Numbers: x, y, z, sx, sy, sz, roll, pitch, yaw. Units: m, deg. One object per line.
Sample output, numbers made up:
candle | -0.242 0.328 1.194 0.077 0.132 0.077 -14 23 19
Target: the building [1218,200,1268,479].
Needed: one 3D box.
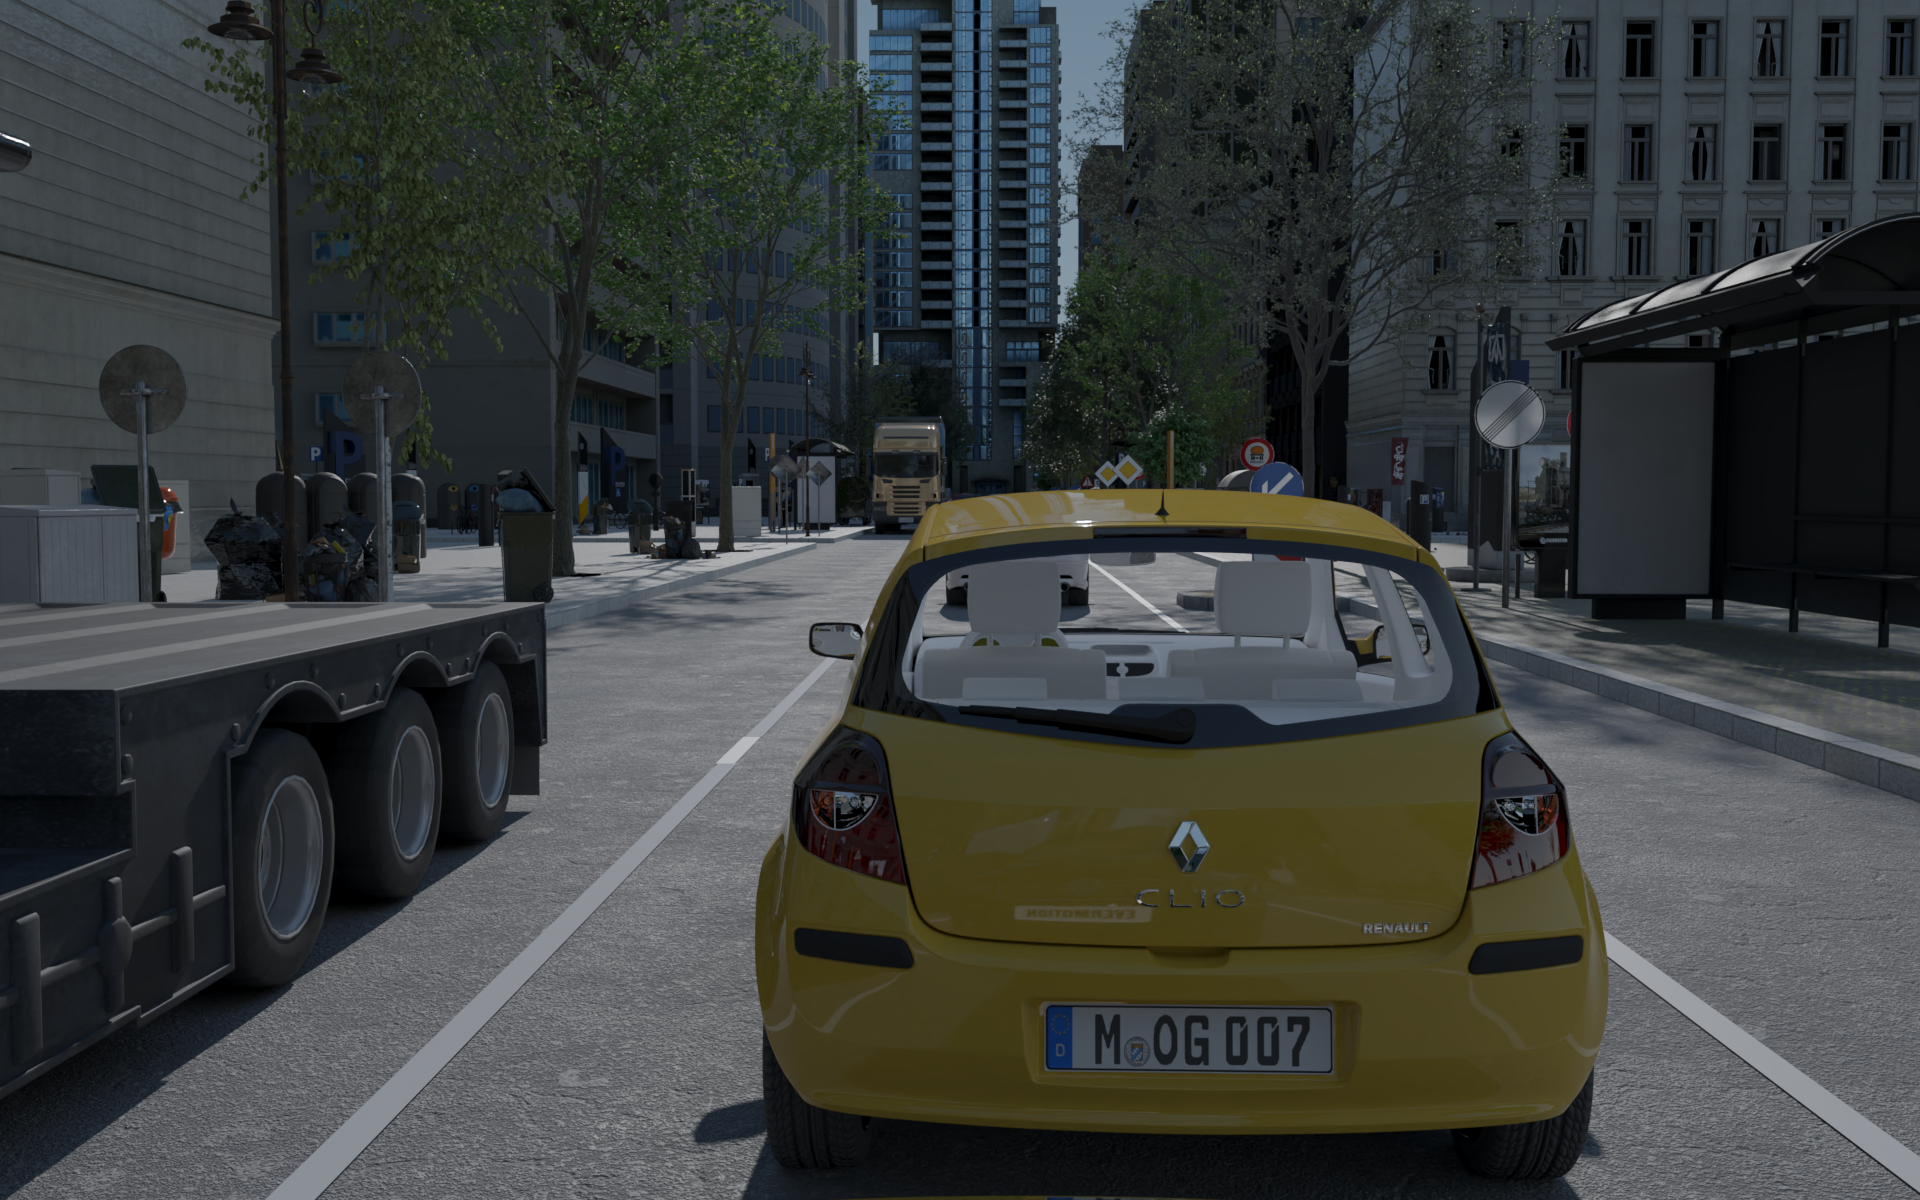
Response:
building | 20.753 -14.283 98.159 10.561 19.102 19.286 0 4 1

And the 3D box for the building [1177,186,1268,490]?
building | 20.223 -16.411 117.479 9.793 20.994 18.267 0 4 1

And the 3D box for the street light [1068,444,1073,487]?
street light | 8.079 -9.400 126.473 0.468 5.910 1.993 0 4 1

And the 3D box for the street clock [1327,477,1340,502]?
street clock | 15.688 -4.176 72.840 0.471 2.002 0.358 2 4 33

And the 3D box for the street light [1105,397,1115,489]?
street light | 7.091 -6.695 82.251 0.468 5.910 1.993 0 4 1

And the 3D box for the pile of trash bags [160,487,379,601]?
pile of trash bags | -8.891 -0.736 21.788 3.447 1.369 1.912 1 4 11

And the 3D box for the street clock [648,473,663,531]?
street clock | -10.623 -3.420 60.490 0.471 2.002 0.358 0 4 -1

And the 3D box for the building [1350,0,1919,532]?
building | 24.008 -13.074 62.917 18.267 20.994 9.793 0 4 1

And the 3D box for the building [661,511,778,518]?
building | -18.829 -34.555 106.979 21.231 58.520 28.212 0 4 1

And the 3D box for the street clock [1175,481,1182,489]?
street clock | 9.485 -4.321 75.211 0.471 2.002 0.358 -1 4 -20

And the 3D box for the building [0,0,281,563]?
building | -35.714 -15.358 27.521 44.131 29.872 17.030 0 4 1

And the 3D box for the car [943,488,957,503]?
car | -1.275 -5.836 104.094 2.281 1.827 5.304 0 4 2

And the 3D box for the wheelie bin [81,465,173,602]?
wheelie bin | -9.038 -0.658 18.671 0.693 1.594 0.980 3 5 44

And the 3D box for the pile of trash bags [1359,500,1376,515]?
pile of trash bags | 27.981 -6.891 122.414 3.447 1.369 1.912 2 4 25

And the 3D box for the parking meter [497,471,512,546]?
parking meter | -11.245 -2.270 42.831 0.255 1.863 0.399 1 4 10

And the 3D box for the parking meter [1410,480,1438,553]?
parking meter | 8.294 -1.393 31.184 0.372 1.533 0.369 0 3 0

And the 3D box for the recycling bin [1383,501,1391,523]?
recycling bin | 14.320 -2.850 59.145 0.722 1.027 0.722 1 4 11

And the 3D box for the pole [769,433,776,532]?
pole | -6.307 -3.936 58.201 0.158 3.312 0.155 0 3 0

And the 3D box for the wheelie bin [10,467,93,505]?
wheelie bin | -11.179 -0.797 20.945 0.693 1.594 0.980 1 4 15

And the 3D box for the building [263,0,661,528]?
building | -25.787 -27.577 74.581 21.300 48.544 21.600 0 4 1

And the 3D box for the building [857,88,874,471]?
building | -16.966 -32.860 187.378 14.200 45.320 14.600 0 4 1

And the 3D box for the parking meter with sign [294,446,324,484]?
parking meter with sign | -23.805 -4.064 62.715 0.543 3.016 1.738 1 4 16

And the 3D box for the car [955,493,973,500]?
car | 0.346 -8.035 140.405 2.155 1.783 4.494 0 4 0

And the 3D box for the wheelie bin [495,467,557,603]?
wheelie bin | -5.155 -0.773 20.539 0.693 1.594 0.980 -1 4 -18

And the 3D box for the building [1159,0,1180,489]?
building | 26.720 -43.265 145.636 20.563 71.187 20.611 0 4 1

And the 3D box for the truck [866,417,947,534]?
truck | -1.850 -4.662 65.142 2.839 4.237 11.283 0 4 0

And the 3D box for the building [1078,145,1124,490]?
building | 22.655 -35.170 225.141 14.200 45.320 14.600 0 4 1

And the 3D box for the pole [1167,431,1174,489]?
pole | 6.784 -3.794 55.875 0.158 3.312 0.155 0 3 0

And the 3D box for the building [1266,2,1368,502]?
building | 21.671 -15.339 80.478 12.332 23.373 15.834 0 4 1

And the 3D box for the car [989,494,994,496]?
car | 3.459 -9.787 170.240 2.015 1.641 3.980 0 4 1

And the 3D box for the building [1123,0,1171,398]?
building | 27.215 -33.286 167.924 21.300 48.544 21.600 0 4 1

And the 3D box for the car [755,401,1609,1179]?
car | 0.491 0.315 5.078 2.015 1.641 3.980 0 4 2

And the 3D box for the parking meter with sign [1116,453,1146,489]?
parking meter with sign | 7.460 -4.684 72.849 1.738 3.016 0.543 3 4 37

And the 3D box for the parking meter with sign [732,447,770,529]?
parking meter with sign | -7.761 -4.116 63.552 1.738 3.016 0.543 -2 4 -32

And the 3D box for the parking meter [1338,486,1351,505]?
parking meter | 11.488 -2.654 51.808 0.372 1.533 0.369 0 3 0

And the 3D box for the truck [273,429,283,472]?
truck | -23.134 -3.200 48.240 9.791 3.379 3.469 0 4 0

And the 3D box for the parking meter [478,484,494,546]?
parking meter | -11.689 -2.097 42.704 0.372 1.533 0.369 0 3 0

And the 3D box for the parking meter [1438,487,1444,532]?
parking meter | 16.000 -3.031 57.960 0.372 1.533 0.369 0 3 0

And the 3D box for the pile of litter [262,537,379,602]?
pile of litter | -6.589 -0.225 17.643 1.719 0.858 1.176 -2 4 -25

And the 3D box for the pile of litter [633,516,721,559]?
pile of litter | -5.638 -1.255 34.489 1.719 0.858 1.176 2 4 26

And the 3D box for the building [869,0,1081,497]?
building | 0.148 -56.007 228.390 31.000 86.520 22.319 0 4 1

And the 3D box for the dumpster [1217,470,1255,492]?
dumpster | 6.925 -2.193 41.619 1.264 1.857 1.865 0 4 1

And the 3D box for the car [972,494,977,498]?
car | 1.293 -10.518 183.978 2.014 1.417 4.499 0 4 1

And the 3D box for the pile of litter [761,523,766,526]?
pile of litter | -8.575 -3.444 70.272 1.176 0.858 1.719 -2 4 -32

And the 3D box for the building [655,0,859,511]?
building | -21.372 -38.154 165.809 21.231 58.520 28.212 0 4 1

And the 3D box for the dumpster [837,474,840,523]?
dumpster | -5.841 -4.523 76.445 1.502 2.255 1.985 0 4 1
